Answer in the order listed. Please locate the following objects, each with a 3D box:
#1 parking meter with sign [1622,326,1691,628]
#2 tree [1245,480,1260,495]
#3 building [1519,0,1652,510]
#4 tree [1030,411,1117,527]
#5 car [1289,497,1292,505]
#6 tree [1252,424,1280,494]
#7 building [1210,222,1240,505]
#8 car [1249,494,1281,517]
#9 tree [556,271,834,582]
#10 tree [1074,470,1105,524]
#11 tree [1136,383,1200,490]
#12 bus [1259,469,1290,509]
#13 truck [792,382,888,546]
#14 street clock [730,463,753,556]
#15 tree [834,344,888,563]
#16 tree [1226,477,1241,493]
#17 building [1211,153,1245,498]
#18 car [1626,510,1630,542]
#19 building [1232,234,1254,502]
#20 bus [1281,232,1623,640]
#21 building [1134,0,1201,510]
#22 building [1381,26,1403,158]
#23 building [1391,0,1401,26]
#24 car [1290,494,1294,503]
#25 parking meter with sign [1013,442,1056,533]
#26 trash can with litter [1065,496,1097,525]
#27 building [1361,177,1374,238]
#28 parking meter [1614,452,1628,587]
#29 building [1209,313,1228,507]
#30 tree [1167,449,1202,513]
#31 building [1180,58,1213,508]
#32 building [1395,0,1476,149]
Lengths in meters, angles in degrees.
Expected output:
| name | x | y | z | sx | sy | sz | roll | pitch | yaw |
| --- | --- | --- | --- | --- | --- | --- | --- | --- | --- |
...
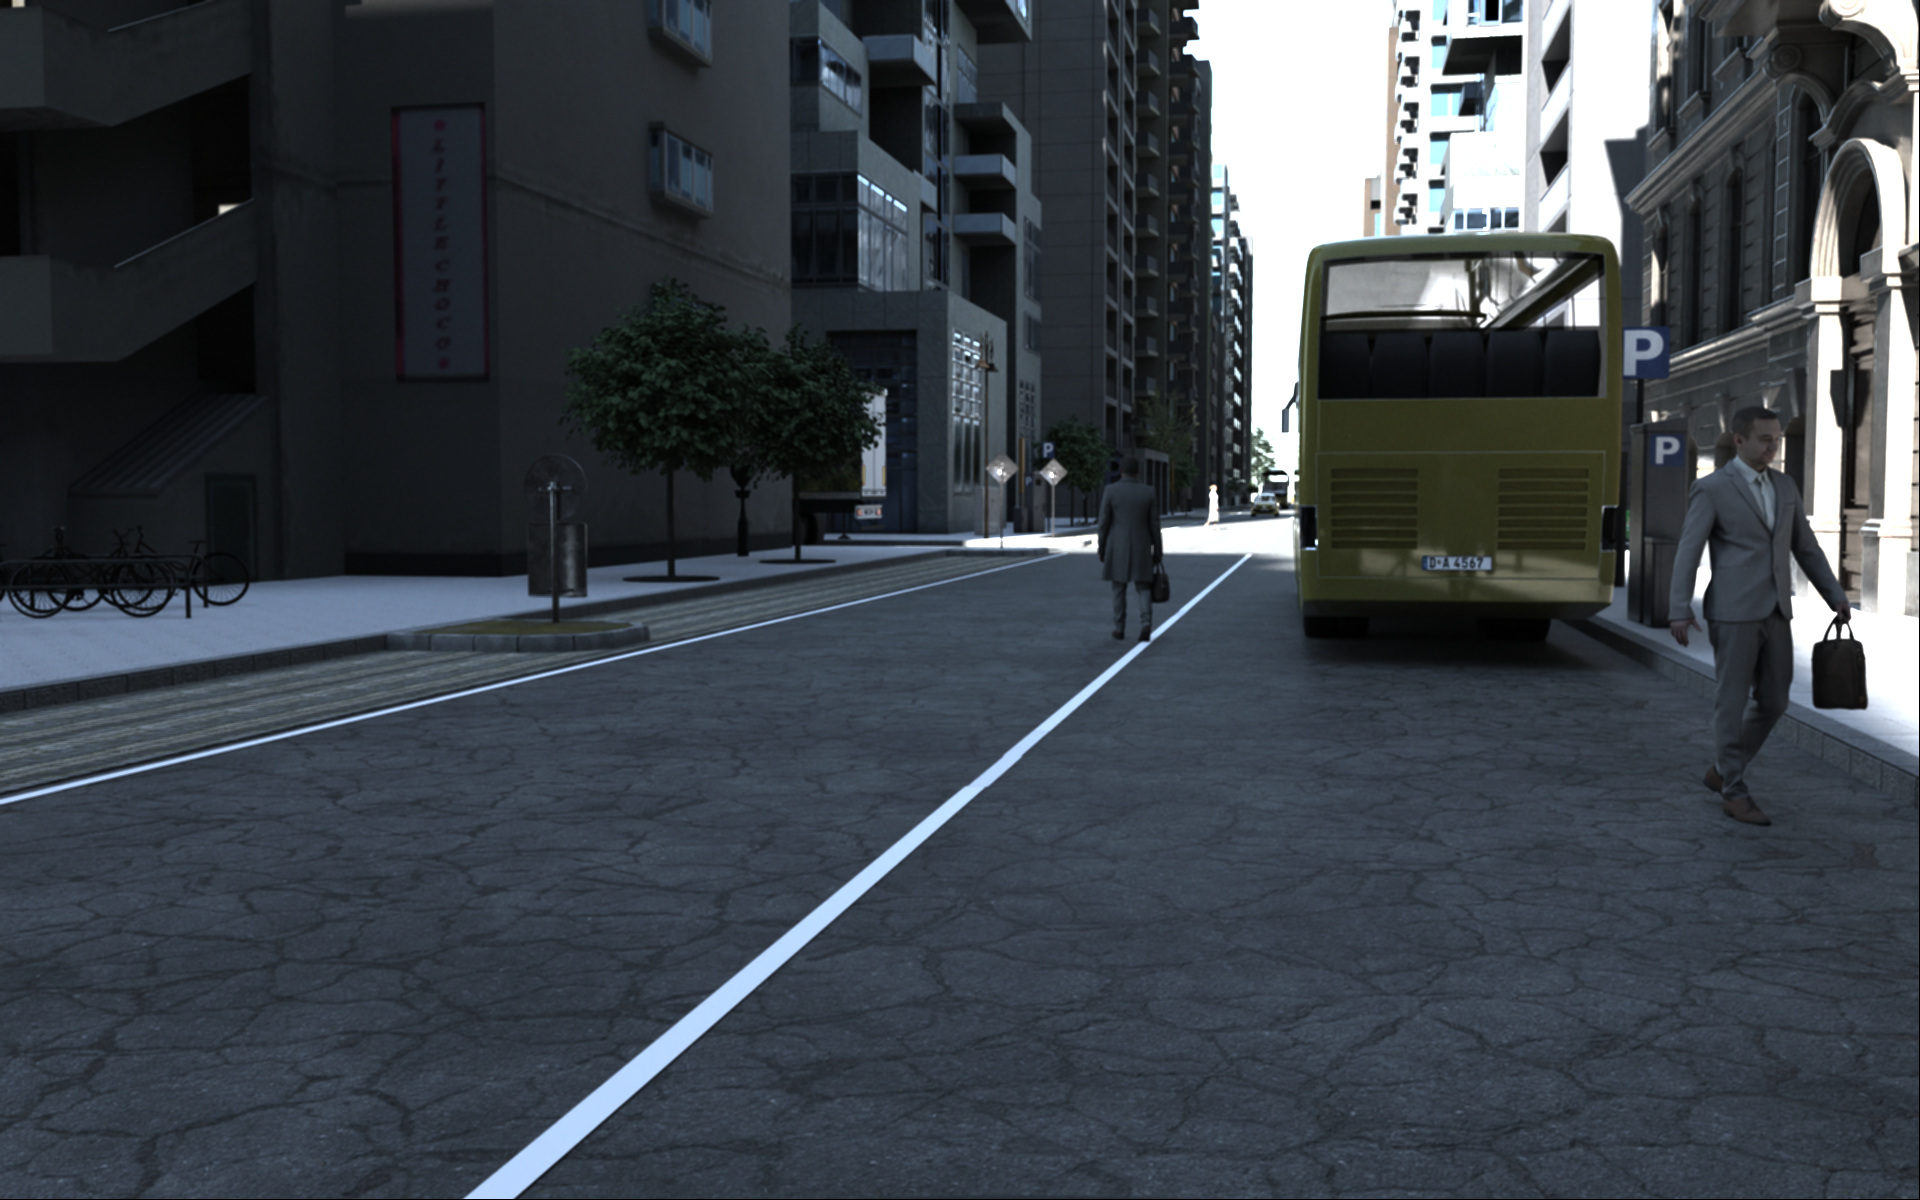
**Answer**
| name | x | y | z | sx | sy | sz | roll | pitch | yaw |
| --- | --- | --- | --- | --- | --- | --- | --- | --- | --- |
| parking meter with sign | 6.959 | -1.287 | 17.307 | 0.543 | 3.016 | 1.738 | 1 | 4 | 10 |
| tree | 39.790 | -14.853 | 237.450 | 1.663 | 3.219 | 1.824 | 0 | 3 | 0 |
| building | 32.462 | -31.125 | 50.893 | 28.212 | 58.520 | 21.231 | 1 | 4 | 12 |
| tree | 4.437 | -5.142 | 67.792 | 4.285 | 4.588 | 4.351 | 0 | 3 | 0 |
| car | 40.954 | -12.858 | 219.022 | 1.959 | 1.807 | 4.718 | 1 | 4 | 10 |
| tree | 47.867 | -22.056 | 278.744 | 7.486 | 12.596 | 7.792 | 0 | 3 | 0 |
| building | 19.210 | -32.294 | 219.892 | 32.217 | 40.220 | 23.993 | 1 | 4 | 12 |
| car | 19.401 | -6.105 | 110.045 | 2.015 | 1.641 | 3.980 | 1 | 4 | 12 |
| tree | -4.222 | -2.570 | 25.733 | 4.285 | 4.588 | 4.351 | 0 | 3 | 0 |
| tree | 5.524 | -4.863 | 74.103 | 1.663 | 3.219 | 1.824 | 0 | 3 | 0 |
| tree | 13.699 | -10.090 | 115.328 | 4.737 | 8.622 | 4.395 | 0 | 3 | 0 |
| bus | 31.165 | -10.961 | 170.758 | 2.896 | 3.916 | 12.252 | 1 | 4 | 12 |
| truck | -7.658 | -3.483 | 45.860 | 11.283 | 4.237 | 2.839 | 1 | 4 | 13 |
| street clock | -4.473 | -1.903 | 35.678 | 0.471 | 2.002 | 0.358 | 1 | 4 | 12 |
| tree | -3.099 | -2.984 | 32.503 | 4.285 | 4.588 | 4.351 | 0 | 3 | 0 |
| tree | 31.192 | -12.490 | 198.809 | 1.663 | 3.219 | 1.824 | 0 | 3 | 0 |
| building | 28.245 | -38.286 | 245.581 | 23.786 | 49.044 | 30.456 | 1 | 4 | 12 |
| car | 18.425 | -2.032 | 42.015 | 4.718 | 1.807 | 1.959 | 1 | 4 | 10 |
| building | 37.736 | -35.655 | 266.554 | 14.154 | 41.232 | 14.086 | 1 | 4 | 12 |
| bus | 5.144 | -1.737 | 19.940 | 2.896 | 3.916 | 12.252 | 1 | 4 | 11 |
| building | 7.563 | -29.646 | 139.342 | 22.147 | 44.769 | 28.867 | 1 | 4 | 12 |
| building | 46.769 | -31.353 | 162.726 | 14.600 | 45.320 | 14.200 | 1 | 4 | 12 |
| building | 52.831 | -45.286 | 178.672 | 20.563 | 71.187 | 20.611 | 1 | 4 | 12 |
| car | 47.960 | -14.729 | 251.036 | 2.015 | 1.641 | 3.980 | 1 | 4 | 12 |
| parking meter with sign | 2.444 | -3.732 | 57.277 | 0.543 | 3.016 | 1.738 | 3 | 5 | 40 |
| trash can with litter | 5.081 | -3.704 | 71.610 | 1.678 | 1.210 | 2.233 | 1 | 4 | 9 |
| building | 61.899 | -35.886 | 236.845 | 14.600 | 45.320 | 14.200 | 1 | 4 | 12 |
| parking meter | 9.014 | -1.120 | 24.022 | 0.399 | 1.863 | 0.255 | 3 | 4 | 36 |
| building | 13.538 | -20.659 | 182.806 | 27.650 | 21.520 | 28.899 | 1 | 4 | 12 |
| tree | 15.023 | -8.308 | 119.543 | 4.285 | 4.588 | 4.351 | 0 | 3 | 0 |
| building | 15.658 | -29.117 | 159.665 | 14.154 | 41.232 | 14.086 | 1 | 4 | 12 |
| building | 46.710 | -31.800 | 139.541 | 23.786 | 49.044 | 30.456 | 1 | 4 | 12 |
